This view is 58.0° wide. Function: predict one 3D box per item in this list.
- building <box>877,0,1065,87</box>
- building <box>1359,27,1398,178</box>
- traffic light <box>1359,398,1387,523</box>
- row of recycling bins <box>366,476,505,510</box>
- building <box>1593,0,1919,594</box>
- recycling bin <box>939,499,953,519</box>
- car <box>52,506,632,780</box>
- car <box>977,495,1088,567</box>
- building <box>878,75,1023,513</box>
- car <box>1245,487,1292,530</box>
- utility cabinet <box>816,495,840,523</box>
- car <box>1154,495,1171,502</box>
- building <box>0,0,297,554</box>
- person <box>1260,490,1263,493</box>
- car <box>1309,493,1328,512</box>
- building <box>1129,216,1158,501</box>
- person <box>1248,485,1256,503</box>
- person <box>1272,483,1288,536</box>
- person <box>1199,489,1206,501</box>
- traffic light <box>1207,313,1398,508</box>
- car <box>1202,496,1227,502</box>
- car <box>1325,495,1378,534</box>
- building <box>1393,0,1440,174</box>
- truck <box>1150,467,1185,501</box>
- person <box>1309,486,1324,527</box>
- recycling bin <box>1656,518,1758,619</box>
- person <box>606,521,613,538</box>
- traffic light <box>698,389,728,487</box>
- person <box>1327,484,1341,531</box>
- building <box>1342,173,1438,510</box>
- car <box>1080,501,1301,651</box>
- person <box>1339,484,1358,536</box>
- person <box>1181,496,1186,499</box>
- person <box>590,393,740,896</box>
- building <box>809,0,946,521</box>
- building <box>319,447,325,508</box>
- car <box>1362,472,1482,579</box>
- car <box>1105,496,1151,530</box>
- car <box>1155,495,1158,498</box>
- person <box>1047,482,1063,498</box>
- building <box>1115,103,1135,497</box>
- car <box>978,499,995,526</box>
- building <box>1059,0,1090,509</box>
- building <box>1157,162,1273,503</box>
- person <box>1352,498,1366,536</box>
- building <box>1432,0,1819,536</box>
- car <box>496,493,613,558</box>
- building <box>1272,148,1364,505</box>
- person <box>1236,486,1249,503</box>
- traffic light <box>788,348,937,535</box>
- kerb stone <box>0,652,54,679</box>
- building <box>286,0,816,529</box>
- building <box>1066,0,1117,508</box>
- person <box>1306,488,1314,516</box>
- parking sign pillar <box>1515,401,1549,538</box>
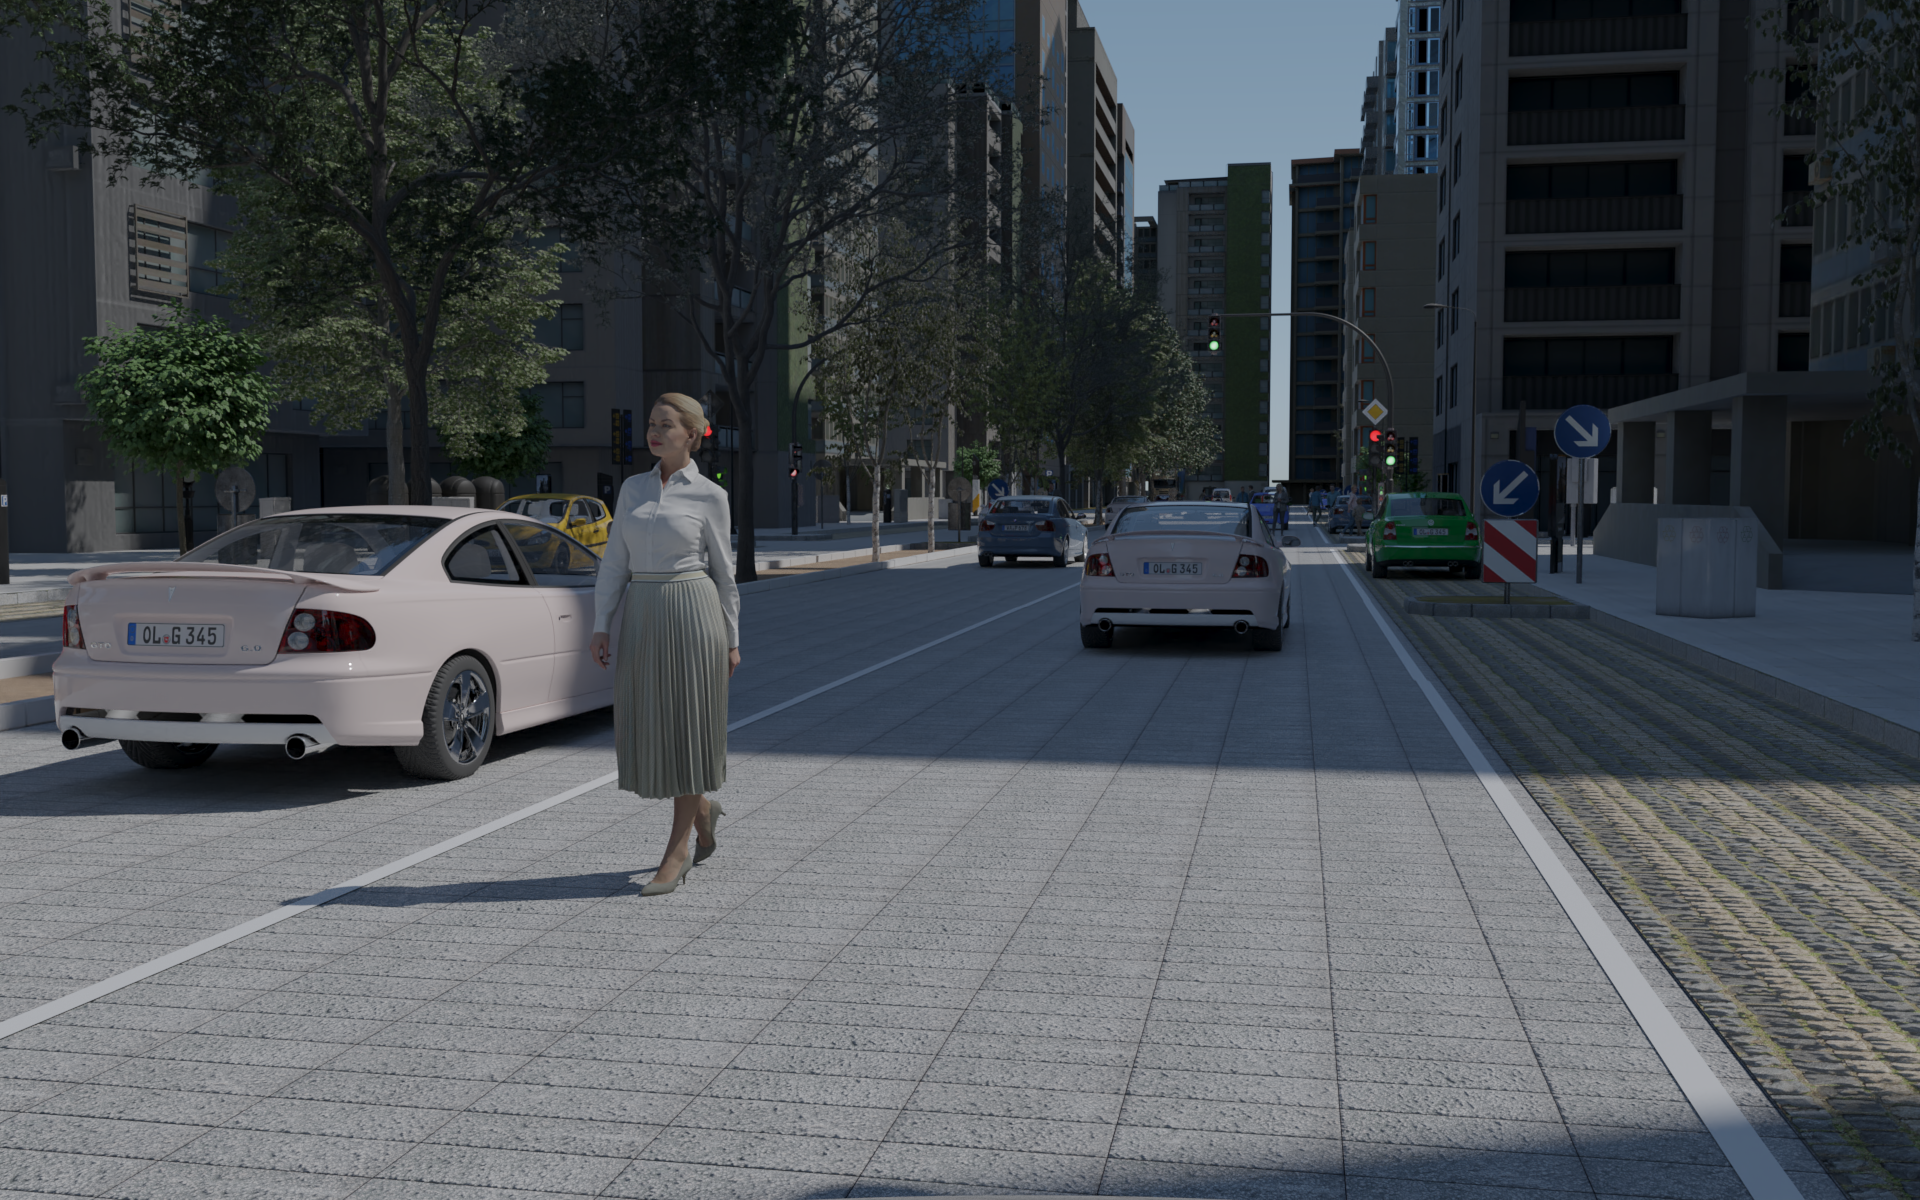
[{"bbox_3d":[0.462,-29.742,136.390,14.600,45.320,14.200,1,4,11],"label":"building"},{"bbox_3d":[53.042,-34.276,180.018,23.786,49.044,30.456,1,4,11],"label":"building"},{"bbox_3d":[12.176,-3.793,50.943,0.839,4.253,0.868,1,4,11],"label":"traffic light"},{"bbox_3d":[-11.911,-1.991,39.665,1.069,1.692,3.534,3,4,36],"label":"row of recycling bins"},{"bbox_3d":[27.963,-20.421,25.758,32.217,40.220,23.993,1,4,11],"label":"building"},{"bbox_3d":[-0.674,-4.670,88.902,0.722,1.027,0.722,1,4,14],"label":"recycling bin"},{"bbox_3d":[-3.078,0.132,10.200,2.083,1.381,4.827,1,4,13],"label":"car"},{"bbox_3d":[1.505,-1.421,35.235,2.014,1.417,4.499,1,4,12],"label":"car"},{"bbox_3d":[-3.556,-21.490,123.069,14.160,30.474,14.107,1,4,11],"label":"building"},{"bbox_3d":[12.461,-3.703,70.128,1.945,1.707,3.694,1,4,11],"label":"car"},{"bbox_3d":[-5.885,-4.031,77.067,1.020,1.237,0.306,-2,4,-24],"label":"utility cabinet"},{"bbox_3d":[18.443,-8.838,157.082,1.945,1.354,3.894,1,4,12],"label":"car"},{"bbox_3d":[-23.853,-22.038,43.916,14.086,41.232,14.154,1,4,11],"label":"building"},{"bbox_3d":[19.859,-6.405,114.052,0.563,1.720,0.643,2,4,32],"label":"person"},{"bbox_3d":[28.451,-7.750,136.302,1.945,1.707,3.694,1,4,9],"label":"car"},{"bbox_3d":[14.868,-32.874,229.373,23.993,40.220,32.217,1,4,11],"label":"building"},{"bbox_3d":[12.987,-4.182,76.839,0.822,1.834,0.622,2,4,29],"label":"person"},{"bbox_3d":[10.871,-3.068,58.850,0.537,1.800,0.526,2,4,33],"label":"person"},{"bbox_3d":[20.010,-8.171,142.113,0.705,1.823,1.348,-2,4,-32],"label":"person"},{"bbox_3d":[8.593,-4.201,43.356,4.771,5.953,1.251,1,4,11],"label":"traffic light"},{"bbox_3d":[17.204,-6.442,117.912,1.945,1.354,3.894,1,4,9],"label":"car"},{"bbox_3d":[14.270,-3.110,62.850,2.014,1.417,4.499,1,4,11],"label":"car"},{"bbox_3d":[46.488,-51.115,148.407,22.319,86.520,31.000,1,4,11],"label":"building"},{"bbox_3d":[21.116,-11.410,175.463,2.839,4.237,11.283,1,4,12],"label":"truck"},{"bbox_3d":[15.560,-4.088,75.677,0.444,1.785,0.601,-3,5,-39],"label":"person"},{"bbox_3d":[7.847,-0.346,18.210,0.722,1.027,0.722,-2,4,-25],"label":"recycling bin"},{"bbox_3d":[-2.880,-0.094,15.045,0.382,1.210,0.505,-3,5,-44],"label":"person"},{"bbox_3d":[-6.682,-3.517,46.418,0.839,4.253,0.868,1,4,11],"label":"traffic light"},{"bbox_3d":[14.324,-3.524,66.135,0.660,1.820,0.620,2,4,30],"label":"person"},{"bbox_3d":[37.968,-15.950,105.822,27.650,21.520,28.899,1,4,11],"label":"building"},{"bbox_3d":[2.333,-0.302,17.297,2.083,1.381,4.827,1,4,12],"label":"car"},{"bbox_3d":[12.328,-2.796,54.894,0.598,1.740,0.731,1,4,10],"label":"person"},{"bbox_3d":[25.728,-11.770,200.881,1.348,1.831,0.705,-3,4,-37],"label":"person"},{"bbox_3d":[-1.043,0.141,6.417,0.478,1.798,0.641,2,4,25],"label":"person"},{"bbox_3d":[-17.615,-24.405,90.905,32.217,40.220,23.993,1,4,11],"label":"building"},{"bbox_3d":[-28.328,-25.393,65.294,14.200,45.320,14.600,1,4,11],"label":"building"},{"bbox_3d":[8.104,-1.326,30.476,1.959,1.807,4.718,1,4,11],"label":"car"},{"bbox_3d":[6.893,-3.484,69.329,2.083,1.381,4.827,1,4,12],"label":"car"},{"bbox_3d":[19.291,-9.296,164.350,2.083,1.381,4.827,1,4,12],"label":"car"},{"bbox_3d":[3.281,-3.186,60.397,0.655,1.846,0.447,2,4,31],"label":"person"},{"bbox_3d":[11.922,-33.396,196.128,14.200,45.320,14.600,1,4,11],"label":"building"},{"bbox_3d":[1.942,-3.569,70.718,2.083,1.381,4.827,1,4,10],"label":"car"},{"bbox_3d":[0.981,-43.766,153.825,20.563,71.187,20.611,1,4,11],"label":"building"},{"bbox_3d":[31.902,-32.632,217.132,14.086,41.232,14.154,1,4,11],"label":"building"},{"bbox_3d":[12.257,-2.476,53.247,0.475,1.303,0.640,-2,4,-25],"label":"person"},{"bbox_3d":[27.734,-37.914,58.151,20.611,71.187,20.563,1,4,11],"label":"building"},{"bbox_3d":[-7.334,-1.240,30.495,2.015,1.641,3.980,1,4,9],"label":"car"},{"bbox_3d":[54.009,-34.379,216.722,28.867,44.769,22.147,1,4,11],"label":"building"},{"bbox_3d":[12.808,-4.257,78.445,0.601,1.785,0.444,1,4,15],"label":"person"},{"bbox_3d":[-3.100,-4.846,53.898,4.771,5.953,1.251,1,4,11],"label":"traffic light"},{"bbox_3d":[-7.383,0.527,13.571,0.120,0.150,1.000,1,4,11],"label":"kerb stone"},{"bbox_3d":[-13.949,-23.186,62.686,14.154,41.232,14.086,1,4,11],"label":"building"},{"bbox_3d":[4.167,-33.771,175.862,21.300,48.544,21.600,1,4,11],"label":"building"},{"bbox_3d":[22.946,-6.392,113.234,0.478,1.798,0.641,-3,5,-40],"label":"person"},{"bbox_3d":[16.513,-3.802,50.627,1.447,3.967,1.447,1,4,13],"label":"parking sign pillar"}]
